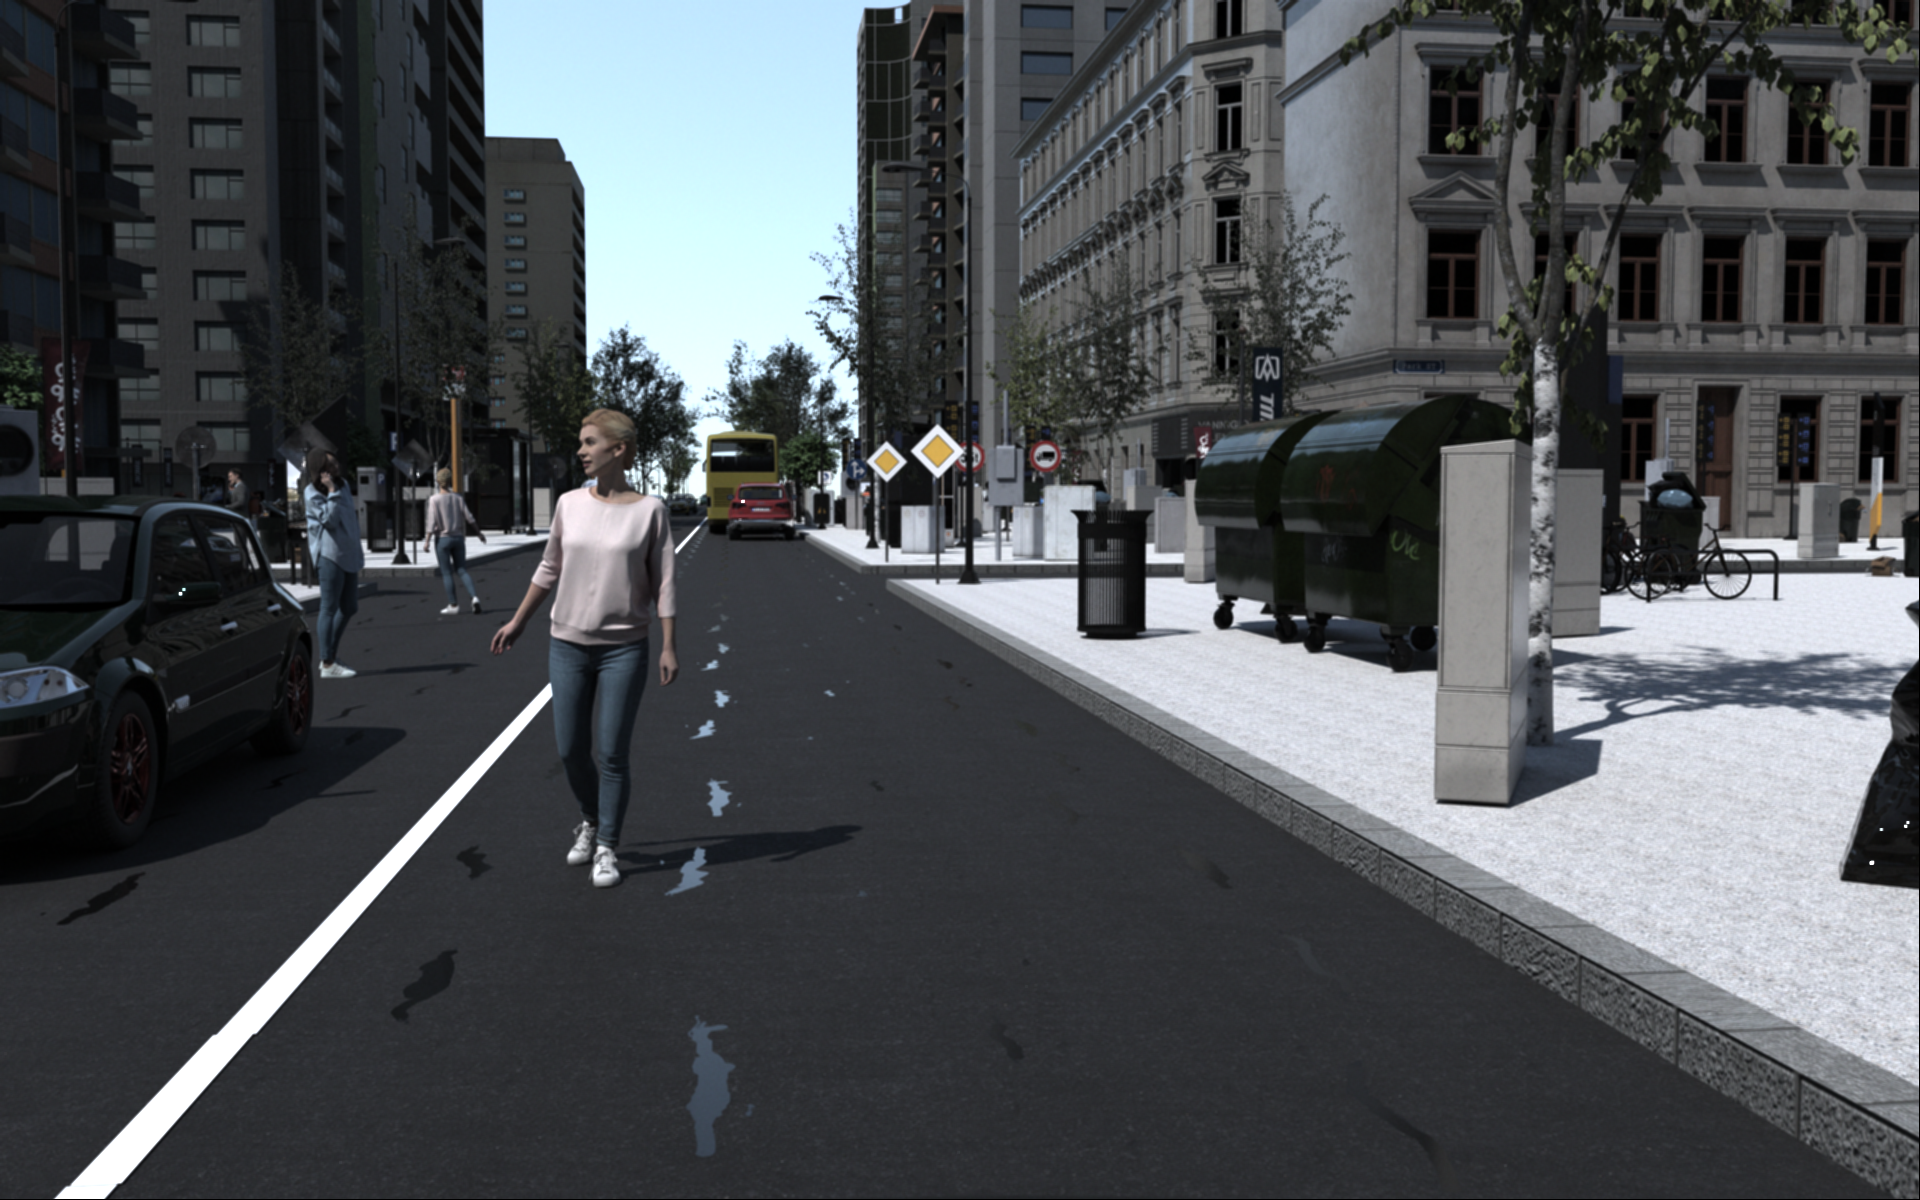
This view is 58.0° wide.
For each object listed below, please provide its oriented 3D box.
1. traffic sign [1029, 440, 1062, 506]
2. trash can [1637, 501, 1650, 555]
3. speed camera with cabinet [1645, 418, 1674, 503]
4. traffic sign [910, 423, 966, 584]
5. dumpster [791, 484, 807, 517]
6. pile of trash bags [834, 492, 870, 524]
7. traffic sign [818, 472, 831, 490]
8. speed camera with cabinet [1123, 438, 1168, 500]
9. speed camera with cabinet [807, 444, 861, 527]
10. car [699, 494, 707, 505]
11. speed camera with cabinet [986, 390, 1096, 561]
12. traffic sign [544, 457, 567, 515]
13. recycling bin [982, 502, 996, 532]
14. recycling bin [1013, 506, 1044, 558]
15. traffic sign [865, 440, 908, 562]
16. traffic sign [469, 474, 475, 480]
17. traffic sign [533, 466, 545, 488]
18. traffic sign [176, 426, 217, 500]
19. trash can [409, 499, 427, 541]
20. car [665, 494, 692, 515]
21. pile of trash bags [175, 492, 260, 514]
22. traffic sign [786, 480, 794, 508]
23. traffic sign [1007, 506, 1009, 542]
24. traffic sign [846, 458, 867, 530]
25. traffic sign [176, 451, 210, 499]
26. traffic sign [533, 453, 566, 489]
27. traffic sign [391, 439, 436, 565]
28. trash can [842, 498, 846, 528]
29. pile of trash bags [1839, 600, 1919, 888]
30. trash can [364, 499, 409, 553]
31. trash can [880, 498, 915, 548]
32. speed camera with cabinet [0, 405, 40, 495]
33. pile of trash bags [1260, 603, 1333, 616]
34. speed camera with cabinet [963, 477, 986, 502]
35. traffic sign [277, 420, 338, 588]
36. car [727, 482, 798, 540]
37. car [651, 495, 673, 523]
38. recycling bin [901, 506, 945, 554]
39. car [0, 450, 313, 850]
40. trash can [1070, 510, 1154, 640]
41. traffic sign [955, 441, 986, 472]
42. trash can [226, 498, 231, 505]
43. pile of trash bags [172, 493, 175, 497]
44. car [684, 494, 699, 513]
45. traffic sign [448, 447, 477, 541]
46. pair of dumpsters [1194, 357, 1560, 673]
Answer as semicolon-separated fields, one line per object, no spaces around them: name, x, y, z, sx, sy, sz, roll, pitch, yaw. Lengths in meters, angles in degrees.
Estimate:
traffic sign;1.998;-2.479;40.644;0.768;2.556;0.104;0;4;-7
trash can;14.761;-1.536;36.767;0.748;1.137;0.748;0;3;0
speed camera with cabinet;18.665;-3.149;45.820;0.660;3.252;2.038;3;4;36
traffic sign;-0.320;-1.282;24.610;0.795;2.450;0.064;0;4;-8
dumpster;-8.955;-5.442;94.737;1.264;1.857;1.865;0;4;-8
pile of trash bags;-4.584;-4.017;75.425;1.912;1.369;3.447;1;4;20
traffic sign;-6.044;-4.609;77.480;0.606;2.300;0.079;0;4;-5
speed camera with cabinet;6.693;-4.153;62.244;0.660;3.252;2.038;3;5;43
speed camera with cabinet;-4.935;-4.486;67.687;2.038;3.252;0.660;-1;4;-19
car;-32.725;-13.010;224.518;2.131;1.459;4.920;0;4;-6
speed camera with cabinet;1.578;-2.379;33.230;2.038;3.252;0.660;0;4;4
traffic sign;-13.854;-3.620;59.290;0.768;2.556;0.104;0;4;-7
recycling bin;0.932;-2.803;58.377;0.722;1.027;0.722;2;4;24
recycling bin;1.555;-1.399;35.429;0.722;1.027;0.722;-2;4;-33
traffic sign;-1.377;-1.767;32.525;0.795;2.450;0.064;0;4;-8
traffic sign;-17.890;-3.914;64.103;0.768;2.556;0.104;0;4;-1
traffic sign;-19.400;-4.848;79.373;0.768;2.556;0.104;0;4;-2
traffic sign;-14.279;-1.974;32.387;0.768;2.556;0.104;0;4;2
trash can;-14.947;-2.185;47.377;0.748;1.137;0.748;0;3;0
car;-19.217;-6.555;117.394;2.015;1.641;3.980;-1;4;-9
pile of trash bags;-29.423;-3.664;69.665;1.912;1.369;3.447;1;4;17
traffic sign;-8.910;-5.662;92.579;0.884;2.594;0.081;0;4;-7
traffic sign;1.291;-2.727;46.716;0.606;2.300;0.079;0;4;-7
traffic sign;-3.709;-3.791;62.087;0.768;2.556;0.104;0;4;-7
traffic sign;-15.103;-2.086;34.210;0.768;2.556;0.104;0;4;1
traffic sign;-20.571;-5.604;85.499;2.265;3.308;0.079;0;3;0
traffic sign;-9.899;-1.698;31.411;0.795;2.450;0.064;0;4;-8
trash can;-4.153;-3.317;65.878;0.748;1.137;0.748;0;3;0
pile of trash bags;4.397;0.290;5.006;1.912;1.369;3.447;-2;4;-29
trash can;-12.723;-1.616;38.082;0.748;1.137;0.748;0;3;0
trash can;-1.437;-1.812;41.284;0.748;1.137;0.748;0;3;0
speed camera with cabinet;-21.763;-2.813;40.323;0.660;3.252;2.038;2;4;32
pile of trash bags;4.706;-0.598;19.535;1.912;1.369;3.447;2;4;28
speed camera with cabinet;1.318;-5.176;78.970;2.038;3.252;0.660;0;4;8
traffic sign;-8.841;-1.214;23.496;0.795;2.450;0.064;0;4;-8
car;-6.327;-2.857;55.381;2.281;1.827;5.304;0;4;-6
car;-12.497;-3.504;69.294;2.014;1.417;4.499;0;4;-8
recycling bin;-0.796;-1.521;37.418;0.722;1.027;0.722;2;4;30
car;-4.335;0.102;8.117;2.009;1.686;4.222;0;4;-7
trash can;1.355;-0.232;15.454;0.748;1.137;0.748;0;3;0
traffic sign;0.225;-2.523;41.353;0.768;2.556;0.104;0;4;-2
trash can;-27.730;-3.278;65.253;0.748;1.137;0.748;0;3;0
pile of trash bags;-34.192;-4.236;79.007;3.447;1.369;1.912;0;4;-2
car;-20.740;-7.255;130.422;2.131;1.459;4.920;0;4;-7
traffic sign;-13.468;-2.865;46.949;0.768;2.556;0.104;0;4;-7
pair of dumpsters;3.301;-0.730;14.432;1.574;2.255;4.437;0;4;-8
